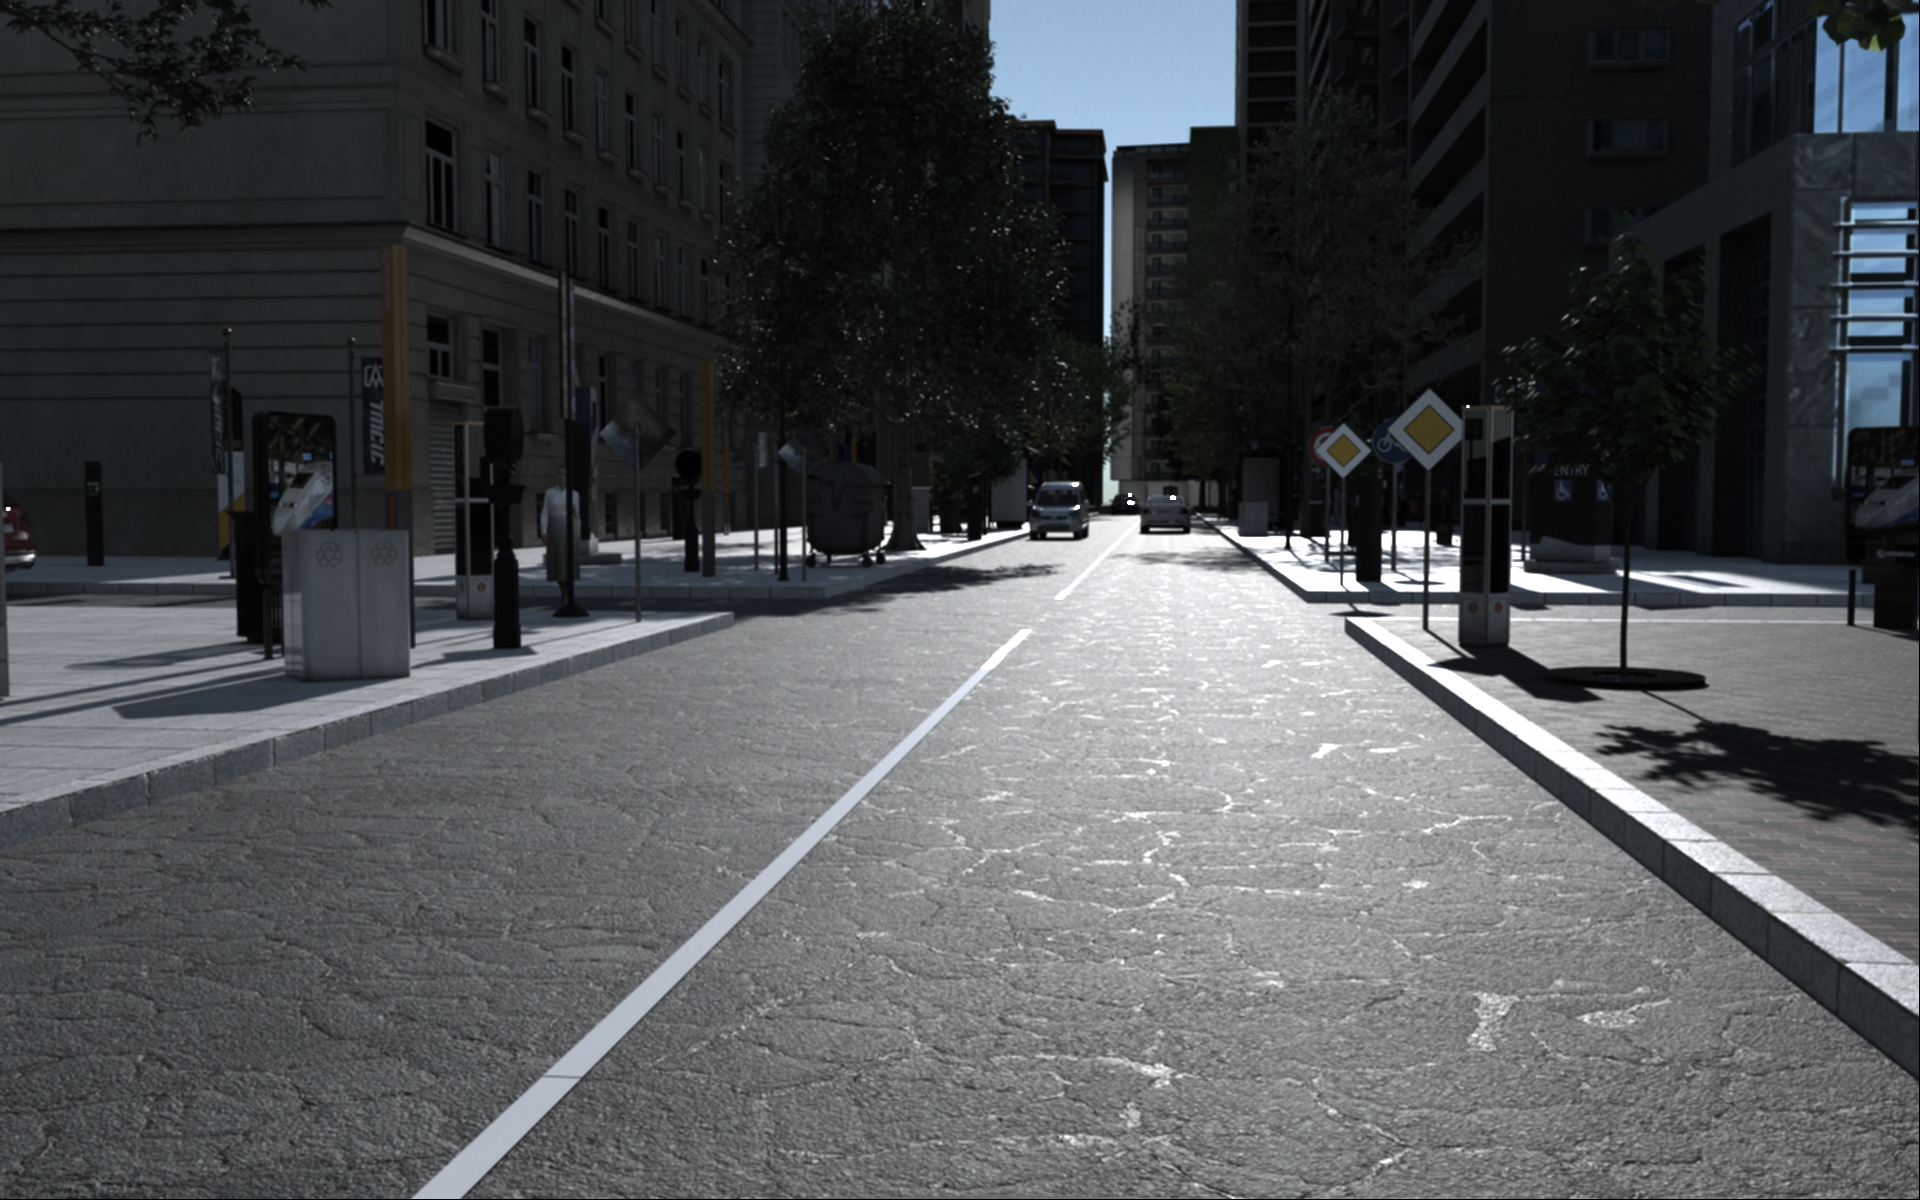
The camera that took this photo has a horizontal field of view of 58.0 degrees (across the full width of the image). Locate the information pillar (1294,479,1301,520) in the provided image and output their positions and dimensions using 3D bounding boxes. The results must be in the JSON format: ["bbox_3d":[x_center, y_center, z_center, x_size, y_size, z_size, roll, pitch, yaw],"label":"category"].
[{"bbox_3d":[16.904,-5.048,87.028,0.304,2.012,0.304,-1,4,-19],"label":"information pillar"}]

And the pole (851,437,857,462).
[{"bbox_3d":[-3.812,-4.196,62.446,0.158,3.312,0.155,0,3,0],"label":"pole"}]

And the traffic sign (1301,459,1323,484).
[{"bbox_3d":[11.977,-3.594,58.873,0.768,2.556,0.104,1,4,13],"label":"traffic sign"}]

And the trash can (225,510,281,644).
[{"bbox_3d":[-5.964,-0.207,15.044,0.748,1.137,0.748,0,3,0],"label":"trash can"}]

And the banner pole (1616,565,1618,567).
[{"bbox_3d":[11.610,-2.469,30.378,0.863,3.779,0.401,3,5,40],"label":"banner pole"}]

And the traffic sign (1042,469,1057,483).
[{"bbox_3d":[4.609,-5.451,89.225,0.768,2.556,0.104,0,4,8],"label":"traffic sign"}]

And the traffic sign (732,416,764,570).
[{"bbox_3d":[-3.419,-1.776,29.040,0.884,2.594,0.081,1,4,15],"label":"traffic sign"}]

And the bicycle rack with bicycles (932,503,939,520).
[{"bbox_3d":[-1.839,-4.410,85.490,2.925,0.926,2.852,-1,4,-17],"label":"bicycle rack with bicycles"}]

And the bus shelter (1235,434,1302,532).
[{"bbox_3d":[10.760,-4.090,60.788,2.014,3.302,5.546,0,4,7],"label":"bus shelter"}]

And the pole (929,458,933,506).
[{"bbox_3d":[-1.626,-6.334,97.397,0.158,3.312,0.155,0,3,0],"label":"pole"}]

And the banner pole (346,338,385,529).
[{"bbox_3d":[-9.530,-2.315,27.871,0.863,3.779,0.401,0,4,-4],"label":"banner pole"}]

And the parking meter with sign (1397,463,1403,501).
[{"bbox_3d":[24.577,-6.128,96.460,0.543,3.016,1.738,1,4,12],"label":"parking meter with sign"}]

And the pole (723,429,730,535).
[{"bbox_3d":[-7.330,-3.699,54.330,0.158,3.312,0.155,0,3,0],"label":"pole"}]

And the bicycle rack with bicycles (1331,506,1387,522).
[{"bbox_3d":[18.271,-3.977,78.411,2.925,0.926,2.852,1,4,18],"label":"bicycle rack with bicycles"}]

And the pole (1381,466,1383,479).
[{"bbox_3d":[23.491,-6.283,96.563,0.158,3.312,0.155,0,3,0],"label":"pole"}]

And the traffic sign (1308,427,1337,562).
[{"bbox_3d":[6.963,-2.000,32.801,0.768,2.556,0.104,0,4,8],"label":"traffic sign"}]

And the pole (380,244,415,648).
[{"bbox_3d":[-4.647,-1.252,14.311,0.158,3.312,0.155,0,3,0],"label":"pole"}]

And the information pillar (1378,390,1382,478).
[{"bbox_3d":[9.391,-2.902,38.796,0.183,3.616,0.504,1,4,12],"label":"information pillar"}]

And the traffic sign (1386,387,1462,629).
[{"bbox_3d":[4.416,-0.779,16.378,0.795,2.450,0.064,0,4,7],"label":"traffic sign"}]

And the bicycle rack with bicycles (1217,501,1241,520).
[{"bbox_3d":[14.100,-4.438,85.936,2.852,0.926,2.925,0,4,-1],"label":"bicycle rack with bicycles"}]

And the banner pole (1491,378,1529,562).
[{"bbox_3d":[10.525,-2.628,32.990,0.863,3.779,0.401,2,4,25],"label":"banner pole"}]

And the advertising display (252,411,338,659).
[{"bbox_3d":[-5.290,-0.527,13.835,0.123,1.923,0.974,1,4,12],"label":"advertising display"}]

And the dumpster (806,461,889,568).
[{"bbox_3d":[-2.033,-1.531,30.797,1.264,1.857,1.865,0,4,7],"label":"dumpster"}]

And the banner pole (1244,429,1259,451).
[{"bbox_3d":[11.154,-4.687,66.652,0.863,3.779,0.401,3,5,43],"label":"banner pole"}]

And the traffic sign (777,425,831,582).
[{"bbox_3d":[-2.270,-1.321,25.240,0.795,2.450,0.064,0,4,7],"label":"traffic sign"}]

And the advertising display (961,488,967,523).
[{"bbox_3d":[0.200,-4.430,77.645,0.974,1.923,0.123,0,4,-5],"label":"advertising display"}]

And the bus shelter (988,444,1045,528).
[{"bbox_3d":[2.103,-4.520,67.833,2.014,3.302,5.546,0,4,7],"label":"bus shelter"}]

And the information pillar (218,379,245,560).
[{"bbox_3d":[-14.183,-2.587,33.645,0.504,3.616,0.183,-1,4,-14],"label":"information pillar"}]

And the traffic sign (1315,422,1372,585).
[{"bbox_3d":[5.367,-1.264,24.307,0.795,2.450,0.064,0,4,7],"label":"traffic sign"}]

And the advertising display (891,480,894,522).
[{"bbox_3d":[-2.913,-4.499,78.766,0.123,1.923,0.974,1,4,18],"label":"advertising display"}]

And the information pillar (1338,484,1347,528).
[{"bbox_3d":[14.567,-3.755,65.892,0.304,2.012,0.304,1,4,17],"label":"information pillar"}]

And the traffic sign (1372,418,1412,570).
[{"bbox_3d":[7.287,-1.769,29.031,0.768,2.556,0.104,1,4,14],"label":"traffic sign"}]

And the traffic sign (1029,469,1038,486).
[{"bbox_3d":[3.541,-5.397,88.248,0.884,2.594,0.081,1,4,10],"label":"traffic sign"}]

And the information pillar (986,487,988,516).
[{"bbox_3d":[1.394,-5.827,99.768,0.304,2.012,0.304,3,4,37],"label":"information pillar"}]

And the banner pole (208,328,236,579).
[{"bbox_3d":[-11.236,-2.226,26.413,0.863,3.779,0.401,3,5,43],"label":"banner pole"}]

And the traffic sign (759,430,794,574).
[{"bbox_3d":[-2.931,-1.559,27.625,0.606,2.300,0.079,1,4,16],"label":"traffic sign"}]

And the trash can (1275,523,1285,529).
[{"bbox_3d":[12.039,-3.229,64.442,0.748,1.137,0.748,0,3,0],"label":"trash can"}]

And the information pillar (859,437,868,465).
[{"bbox_3d":[-3.465,-4.337,62.267,0.183,3.616,0.504,2,4,32],"label":"information pillar"}]

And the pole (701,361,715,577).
[{"bbox_3d":[-3.893,-2.014,26.767,0.158,3.312,0.155,0,3,0],"label":"pole"}]

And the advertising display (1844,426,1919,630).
[{"bbox_3d":[8.942,-0.690,16.502,0.123,1.923,0.974,-2,4,-35],"label":"advertising display"}]

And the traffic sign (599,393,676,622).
[{"bbox_3d":[-3.221,-0.836,17.311,0.795,2.450,0.064,0,4,7],"label":"traffic sign"}]

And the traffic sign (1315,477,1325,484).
[{"bbox_3d":[12.773,-3.801,62.146,0.884,2.594,0.081,1,4,12],"label":"traffic sign"}]
